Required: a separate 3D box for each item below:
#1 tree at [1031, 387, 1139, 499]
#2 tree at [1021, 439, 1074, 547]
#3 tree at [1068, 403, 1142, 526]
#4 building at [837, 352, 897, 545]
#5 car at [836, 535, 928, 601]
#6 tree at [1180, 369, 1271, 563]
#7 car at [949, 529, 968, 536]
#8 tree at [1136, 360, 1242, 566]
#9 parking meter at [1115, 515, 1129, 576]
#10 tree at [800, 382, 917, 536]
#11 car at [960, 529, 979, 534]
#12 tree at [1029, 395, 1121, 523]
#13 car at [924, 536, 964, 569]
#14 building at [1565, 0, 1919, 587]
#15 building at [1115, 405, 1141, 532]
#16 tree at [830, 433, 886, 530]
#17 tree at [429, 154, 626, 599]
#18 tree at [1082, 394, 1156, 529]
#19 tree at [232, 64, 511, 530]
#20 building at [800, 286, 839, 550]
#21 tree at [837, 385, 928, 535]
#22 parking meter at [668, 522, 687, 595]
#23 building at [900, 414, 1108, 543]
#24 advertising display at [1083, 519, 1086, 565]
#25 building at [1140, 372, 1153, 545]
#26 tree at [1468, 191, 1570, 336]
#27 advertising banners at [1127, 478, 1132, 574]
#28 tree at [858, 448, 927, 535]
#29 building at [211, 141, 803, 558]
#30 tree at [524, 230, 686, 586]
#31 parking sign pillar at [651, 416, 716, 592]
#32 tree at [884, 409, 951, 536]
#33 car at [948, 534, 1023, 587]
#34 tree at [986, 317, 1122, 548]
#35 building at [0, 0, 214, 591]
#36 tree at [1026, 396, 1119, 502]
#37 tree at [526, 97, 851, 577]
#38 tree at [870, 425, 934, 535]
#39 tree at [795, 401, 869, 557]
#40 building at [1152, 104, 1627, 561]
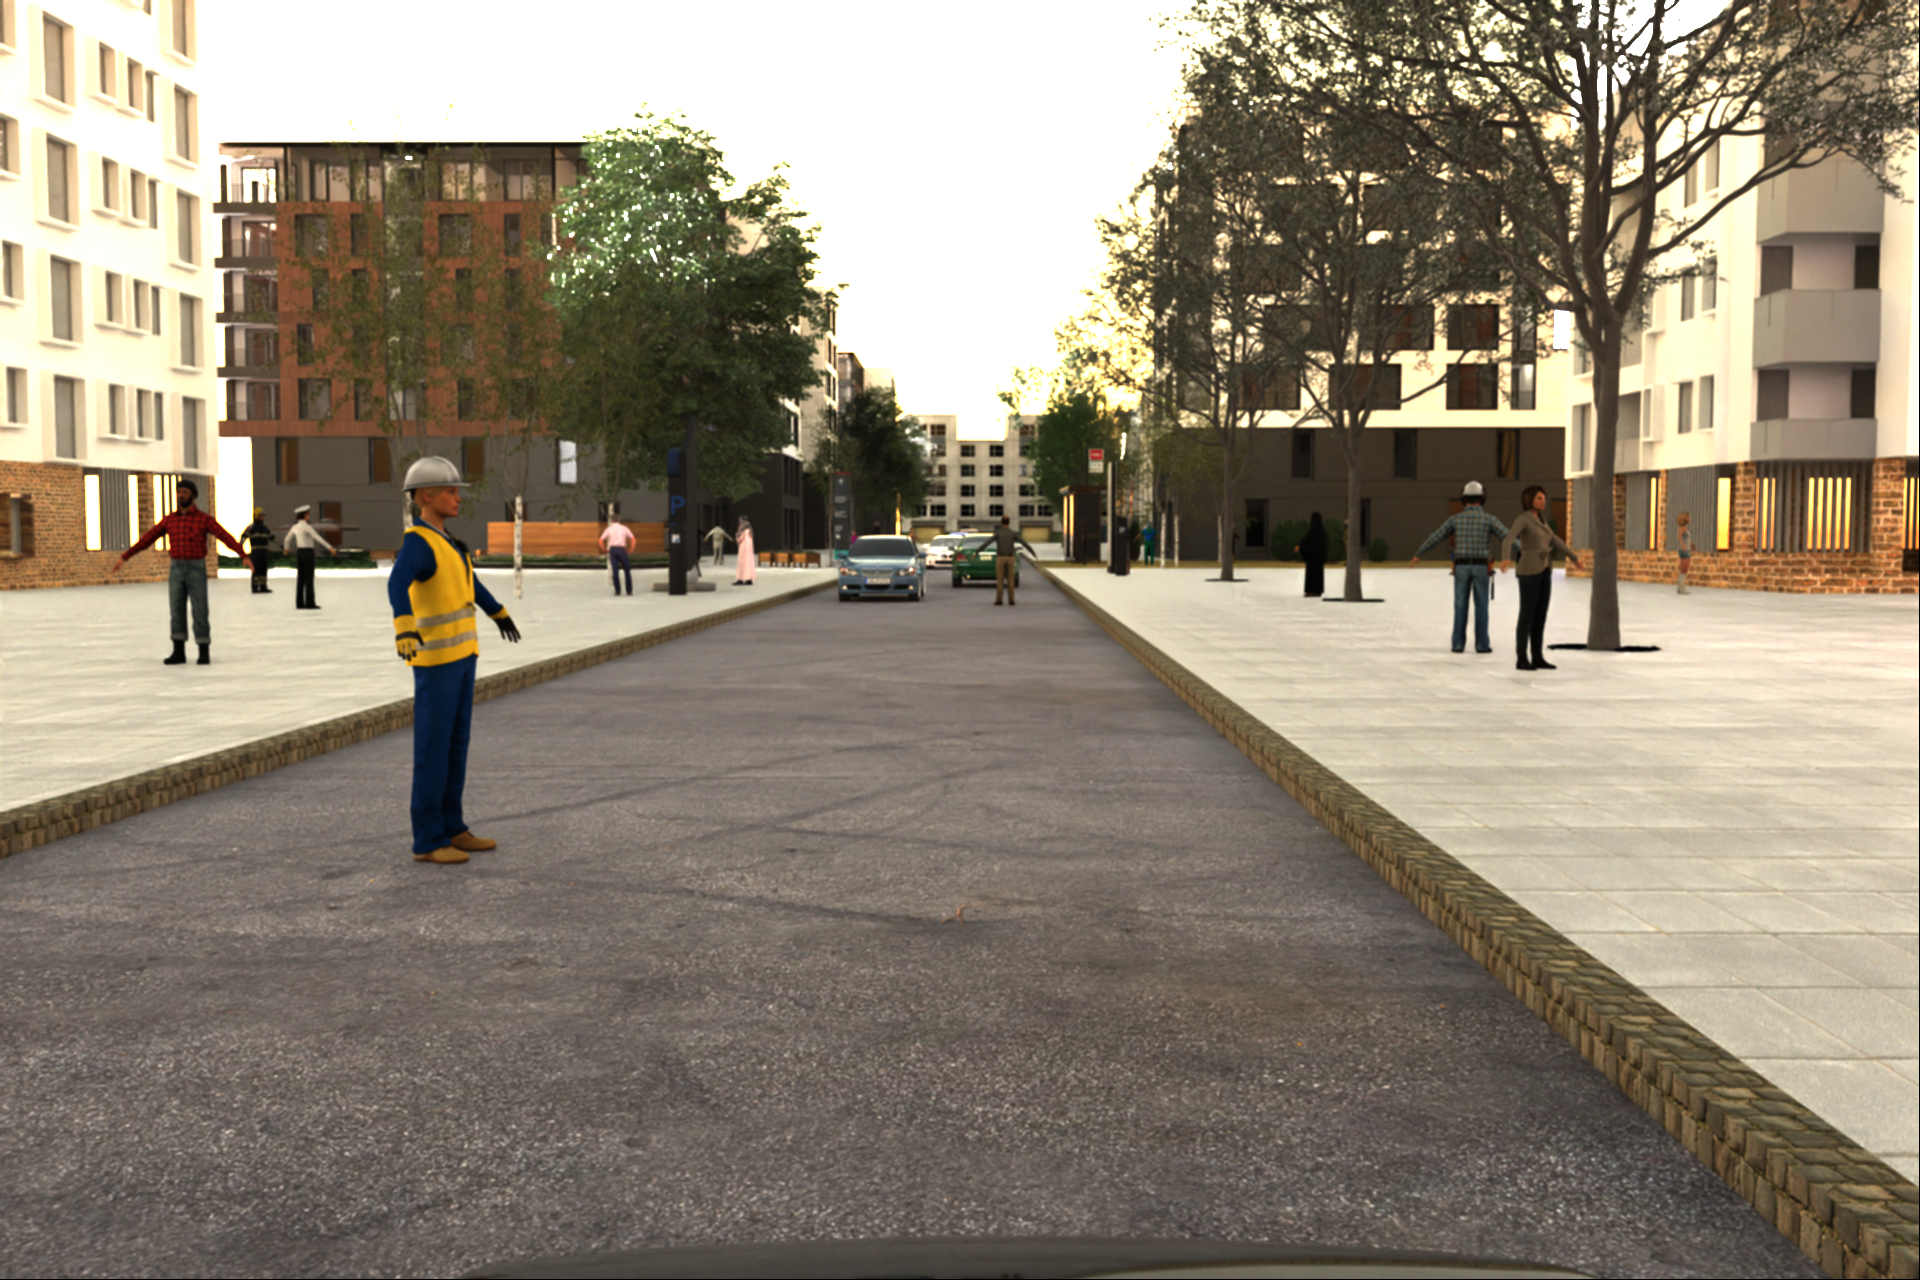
[{"bbox_3d":[8.776,-11.906,120.411,9.928,11.665,9.643,0,3,0],"label":"tree"},{"bbox_3d":[9.998,-14.873,168.936,9.928,11.665,9.643,0,3,0],"label":"tree"},{"bbox_3d":[8.174,-8.797,94.190,4.360,8.622,3.978,0,3,0],"label":"tree"},{"bbox_3d":[-22.308,-22.412,210.411,27.936,21.610,32.646,0,4,0],"label":"building"},{"bbox_3d":[-1.695,-1.615,38.410,2.014,1.417,4.499,0,4,1],"label":"car"},{"bbox_3d":[11.599,-7.754,77.148,4.360,8.622,3.978,0,3,0],"label":"tree"},{"bbox_3d":[-0.061,-5.532,100.047,1.945,1.707,3.694,0,4,1],"label":"car"},{"bbox_3d":[8.701,-7.357,70.642,4.360,8.622,3.978,0,3,0],"label":"tree"},{"bbox_3d":[5.001,-2.920,53.448,0.399,1.863,0.255,0,4,1],"label":"parking meter"},{"bbox_3d":[-6.134,-10.472,105.632,7.601,10.594,8.767,-1,4,-17],"label":"tree"},{"bbox_3d":[0.712,-8.035,140.038,2.281,1.827,5.304,0,4,1],"label":"car"},{"bbox_3d":[9.530,-13.618,140.784,7.486,12.596,7.792,0,3,0],"label":"tree"},{"bbox_3d":[-0.441,-3.646,71.966,2.083,1.381,4.827,0,4,1],"label":"car"},{"bbox_3d":[23.100,-11.807,49.457,16.016,20.090,11.380,0,4,1],"label":"building"},{"bbox_3d":[30.574,-24.413,230.088,19.493,23.208,18.063,0,4,1],"label":"building"},{"bbox_3d":[-7.354,-10.220,117.465,4.360,8.622,3.978,0,3,0],"label":"tree"},{"bbox_3d":[-8.768,-5.106,33.842,4.360,8.622,3.978,0,3,0],"label":"tree"},{"bbox_3d":[8.268,-8.553,90.197,4.360,8.622,3.978,0,3,0],"label":"tree"},{"bbox_3d":[-8.598,-4.719,27.519,4.360,8.622,3.978,0,3,0],"label":"tree"},{"bbox_3d":[-25.086,-18.162,140.924,27.936,21.610,32.646,0,4,1],"label":"building"},{"bbox_3d":[-6.282,-13.121,132.660,7.486,12.596,7.792,0,3,0],"label":"tree"},{"bbox_3d":[-5.950,-1.716,36.469,0.372,1.533,0.369,0,3,0],"label":"parking meter"},{"bbox_3d":[6.693,-24.003,261.360,31.486,18.905,16.747,0,4,-2],"label":"building"},{"bbox_3d":[5.226,-4.128,72.702,0.123,1.923,0.974,0,4,2],"label":"advertising display"},{"bbox_3d":[29.028,-19.598,186.892,16.747,18.905,31.486,0,4,2],"label":"building"},{"bbox_3d":[27.493,-13.247,72.470,12.611,20.169,13.585,0,3,0],"label":"tree"},{"bbox_3d":[5.392,-3.619,55.363,0.090,3.025,2.074,0,4,1],"label":"advertising banners"},{"bbox_3d":[-6.370,-13.374,153.083,7.601,10.594,8.767,1,4,13],"label":"tree"},{"bbox_3d":[-25.147,-16.072,106.753,27.936,21.610,32.646,0,4,0],"label":"building"},{"bbox_3d":[-8.521,-5.604,41.989,4.360,8.622,3.978,0,3,0],"label":"tree"},{"bbox_3d":[-6.207,-3.079,38.818,1.447,3.967,1.447,0,4,2],"label":"parking sign pillar"},{"bbox_3d":[-5.776,-15.821,169.043,12.009,13.543,11.850,0,3,0],"label":"tree"},{"bbox_3d":[0.708,-2.217,48.044,2.131,1.459,4.920,0,4,1],"label":"car"},{"bbox_3d":[8.580,-18.138,152.440,12.611,20.169,13.585,0,3,0],"label":"tree"},{"bbox_3d":[-26.532,-11.014,36.497,16.016,20.090,11.380,0,4,1],"label":"building"},{"bbox_3d":[8.874,-12.513,130.351,9.928,11.665,9.643,0,3,0],"label":"tree"},{"bbox_3d":[-8.062,-8.832,51.062,9.857,13.997,8.962,0,3,0],"label":"tree"},{"bbox_3d":[-5.648,-12.770,143.208,7.601,10.594,8.767,-1,4,-21],"label":"tree"},{"bbox_3d":[-7.190,-8.911,96.052,4.360,8.622,3.978,0,3,0],"label":"tree"},{"bbox_3d":[24.779,-15.600,99.030,27.936,21.610,32.646,0,4,1],"label":"building"}]
